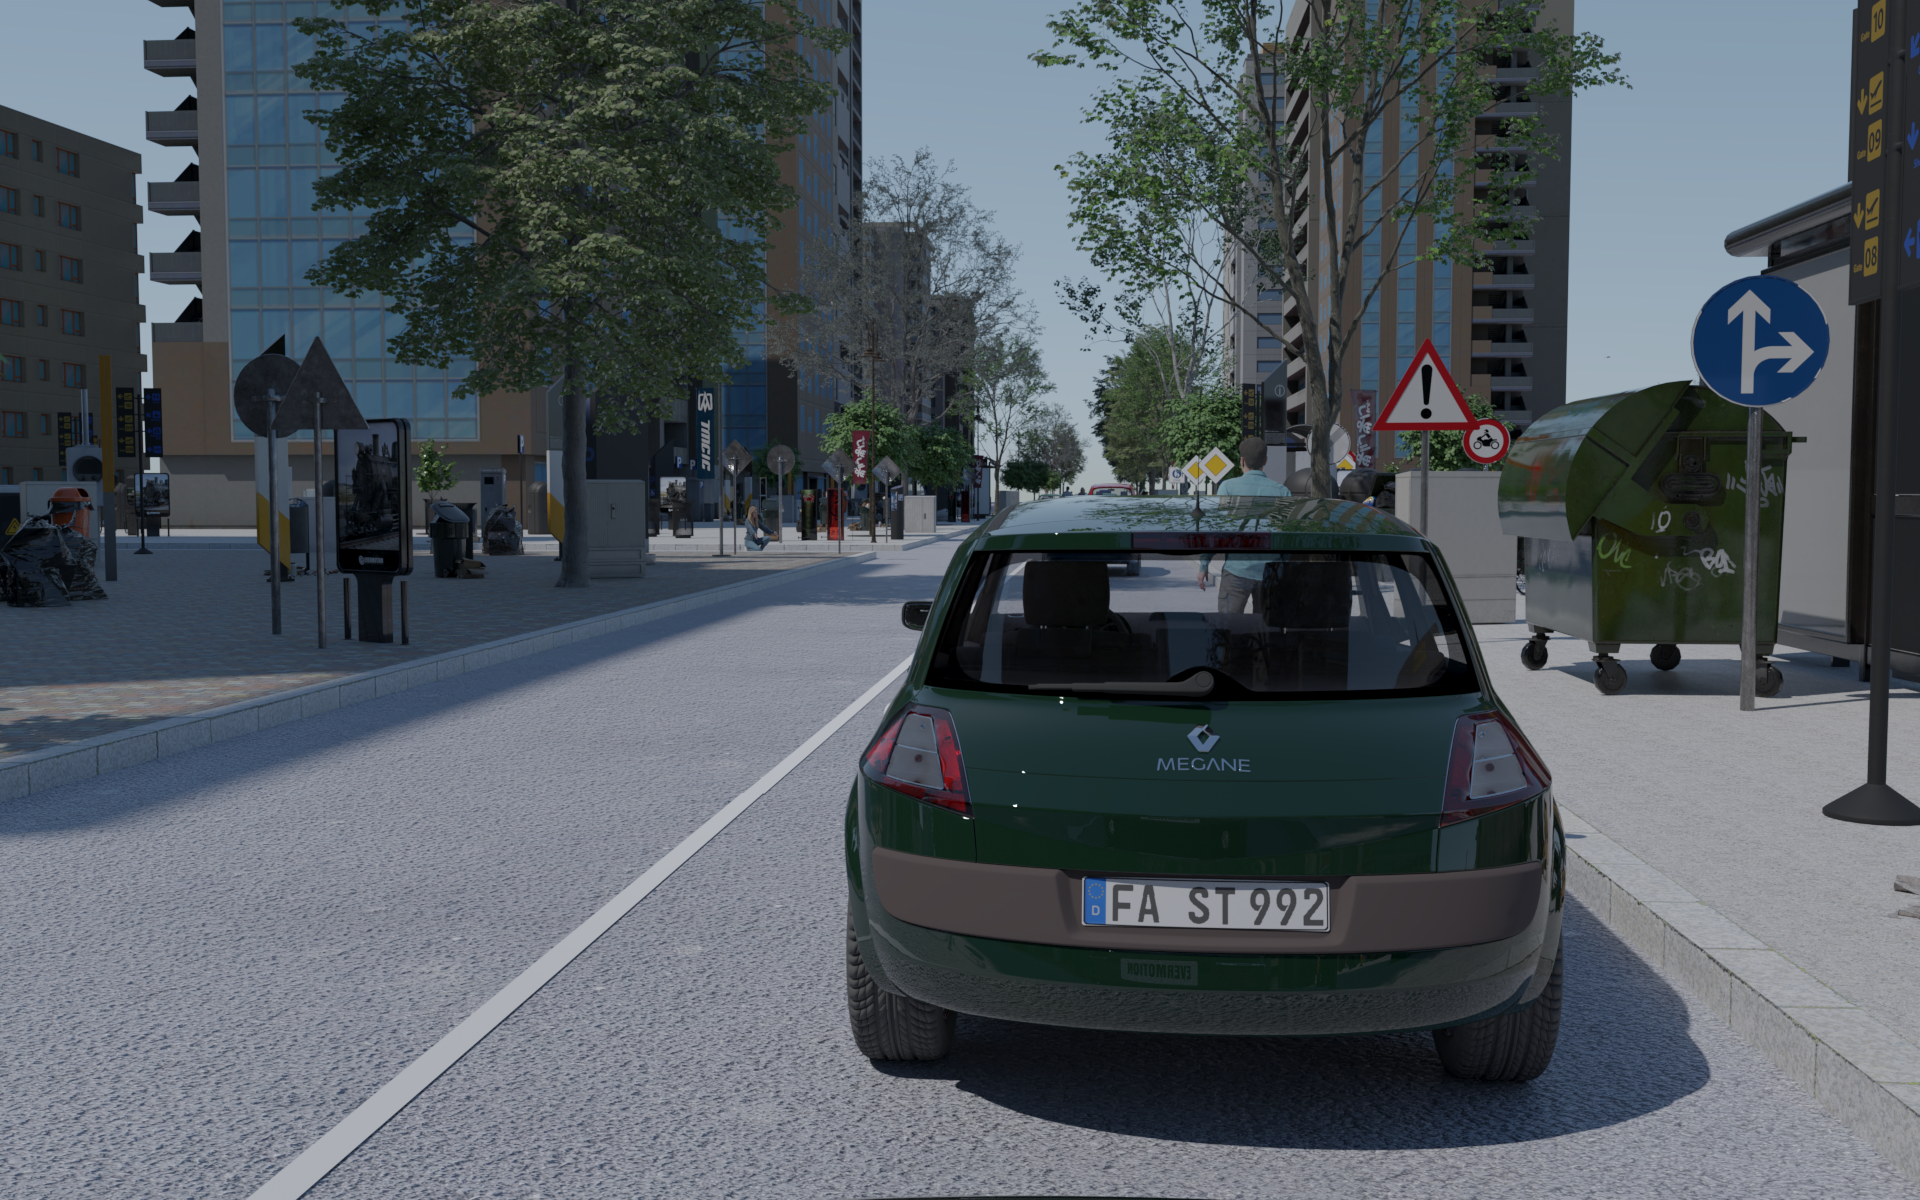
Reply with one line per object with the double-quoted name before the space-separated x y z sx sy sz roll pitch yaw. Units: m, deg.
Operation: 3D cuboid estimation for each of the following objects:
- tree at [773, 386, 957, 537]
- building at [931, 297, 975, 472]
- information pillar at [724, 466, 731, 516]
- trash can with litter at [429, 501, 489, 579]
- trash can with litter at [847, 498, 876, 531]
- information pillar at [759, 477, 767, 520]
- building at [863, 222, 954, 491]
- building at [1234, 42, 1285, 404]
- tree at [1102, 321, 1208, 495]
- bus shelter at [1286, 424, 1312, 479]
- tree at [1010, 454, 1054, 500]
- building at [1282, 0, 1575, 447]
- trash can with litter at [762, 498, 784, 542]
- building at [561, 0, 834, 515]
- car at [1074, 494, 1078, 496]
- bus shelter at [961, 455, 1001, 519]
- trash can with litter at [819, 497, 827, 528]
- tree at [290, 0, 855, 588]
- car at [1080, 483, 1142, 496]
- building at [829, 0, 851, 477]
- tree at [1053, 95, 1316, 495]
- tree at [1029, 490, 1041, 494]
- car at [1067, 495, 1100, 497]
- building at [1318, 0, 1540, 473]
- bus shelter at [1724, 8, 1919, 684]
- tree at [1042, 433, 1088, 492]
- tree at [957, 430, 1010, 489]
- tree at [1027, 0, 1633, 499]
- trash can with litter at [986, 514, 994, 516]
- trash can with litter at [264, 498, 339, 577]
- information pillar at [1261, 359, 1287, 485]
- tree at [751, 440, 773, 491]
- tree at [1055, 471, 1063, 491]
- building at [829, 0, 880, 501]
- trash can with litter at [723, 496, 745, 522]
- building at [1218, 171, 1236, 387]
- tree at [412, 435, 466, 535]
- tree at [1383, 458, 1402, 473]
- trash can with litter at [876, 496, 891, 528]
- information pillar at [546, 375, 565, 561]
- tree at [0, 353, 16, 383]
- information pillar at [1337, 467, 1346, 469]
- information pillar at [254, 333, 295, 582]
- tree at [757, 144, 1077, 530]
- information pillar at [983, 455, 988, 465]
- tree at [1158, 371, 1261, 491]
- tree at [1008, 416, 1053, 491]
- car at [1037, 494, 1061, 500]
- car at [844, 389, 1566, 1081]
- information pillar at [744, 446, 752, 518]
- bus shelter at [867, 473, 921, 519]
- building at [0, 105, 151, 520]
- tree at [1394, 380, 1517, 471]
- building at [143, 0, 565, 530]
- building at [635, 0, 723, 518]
"tree" -2.793 -4.205 52.459 4.285 4.588 4.351 0 3 0
"building" -5.210 -30.147 264.610 14.160 30.474 14.107 0 4 5
"information pillar" -13.642 -6.742 101.593 0.183 3.616 0.504 2 4 28
"trash can with litter" -7.648 -0.929 26.578 1.055 1.170 0.624 2 4 35
"trash can with litter" -3.439 -2.982 60.147 1.055 1.170 0.624 2 4 29
"information pillar" -8.635 -4.362 75.805 0.304 2.012 0.304 -1 4 -16
"building" -16.733 -33.039 232.073 32.217 40.220 23.993 0 4 5
"building" 47.663 -42.257 232.907 21.231 58.520 28.212 0 4 5
"tree" 13.174 -11.999 114.316 7.486 12.596 7.792 0 3 0
"bus shelter" 10.155 -3.592 52.656 2.014 3.302 5.546 0 4 5
"tree" 4.681 -9.475 138.628 4.285 4.588 4.351 0 3 0
"building" 40.268 -32.336 152.397 21.300 48.544 21.600 0 4 5
"trash can with litter" -5.049 -2.177 46.975 0.624 1.170 1.055 -1 4 -10
"building" -16.129 -28.236 111.768 14.600 45.320 14.200 0 4 5
"car" 14.755 -12.378 214.379 2.014 1.417 4.499 0 4 4
"bus shelter" 1.011 -5.987 91.812 2.014 3.302 5.546 0 4 5
"trash can with litter" -4.947 -3.325 65.758 0.624 1.170 1.055 -2 4 -25
"tree" -5.365 -6.475 23.995 7.486 12.596 7.792 0 3 0
"car" 5.384 -3.237 61.599 2.281 1.827 5.304 0 4 4
"building" -23.495 -33.422 135.693 28.713 52.752 27.495 0 4 5
"tree" 10.660 -13.786 81.295 12.611 20.169 13.585 0 3 0
"tree" 7.259 -10.485 166.023 1.663 3.219 1.824 0 3 0
"car" 2.458 -1.213 31.835 2.014 1.417 4.499 0 4 6
"building" 35.858 -29.653 134.938 14.600 45.320 14.200 0 4 5
"bus shelter" 6.995 -2.107 12.087 2.179 5.291 8.768 0 4 5
"tree" 15.368 -19.891 259.626 8.767 10.594 7.601 1 4 16
"tree" -0.955 -5.324 70.763 4.285 4.588 4.351 0 3 0
"tree" 4.656 -5.889 22.033 9.928 11.665 9.643 0 3 0
"trash can with litter" 1.567 -5.457 100.274 1.678 1.210 2.233 0 4 3
"trash can with litter" -10.298 -1.025 27.821 1.678 1.210 2.233 2 4 25
"information pillar" 5.442 -2.364 30.005 0.504 3.616 0.183 -1 4 -23
"tree" -10.518 -7.045 98.891 4.285 4.588 4.351 0 3 0
"tree" 6.154 -9.926 145.996 4.285 4.588 4.351 0 3 0
"building" -17.521 -44.065 158.719 20.563 71.187 20.611 0 4 5
"trash can with litter" -10.638 -4.250 80.874 1.055 1.170 0.624 -2 4 -32
"building" 54.004 -41.116 261.481 28.713 52.752 27.495 0 4 5
"tree" -16.731 -3.670 54.610 1.663 3.219 1.824 0 3 0
"tree" 23.298 -6.011 92.881 1.663 3.219 1.824 0 3 0
"trash can with litter" -3.011 -3.423 67.030 1.678 1.210 2.233 0 4 7
"information pillar" -7.662 -2.554 33.115 0.183 3.616 0.504 3 5 42
"tree" -5.832 -0.848 8.472 1.663 3.219 1.824 0 3 0
"information pillar" 10.263 -2.603 47.055 0.304 2.012 0.304 2 4 33
"information pillar" -9.990 -2.068 25.168 0.183 3.616 0.504 3 4 39
"tree" -1.982 -9.241 61.453 12.009 13.543 11.850 0 3 0
"information pillar" 1.446 -6.936 104.762 0.504 3.616 0.183 0 4 8
"tree" 6.967 -3.839 46.483 4.285 4.588 4.351 0 3 0
"tree" 6.362 -12.377 152.733 4.360 8.622 3.978 0 3 0
"car" 5.189 -5.364 99.493 2.131 1.459 4.920 0 4 4
"car" 0.730 0.250 5.697 2.009 1.686 4.222 0 4 6
"information pillar" -10.253 -5.654 83.793 0.183 3.616 0.504 -3 5 -44
"bus shelter" -3.136 -6.317 80.907 2.179 5.291 8.768 0 4 5
"building" -57.106 -14.117 75.846 28.899 21.520 27.650 0 4 5
"tree" 14.399 -4.076 50.355 4.285 4.588 4.351 0 3 0
"building" -21.479 -25.549 67.837 14.600 45.320 14.200 0 4 5
"building" -20.908 -19.494 90.433 14.160 30.474 14.107 0 4 5
